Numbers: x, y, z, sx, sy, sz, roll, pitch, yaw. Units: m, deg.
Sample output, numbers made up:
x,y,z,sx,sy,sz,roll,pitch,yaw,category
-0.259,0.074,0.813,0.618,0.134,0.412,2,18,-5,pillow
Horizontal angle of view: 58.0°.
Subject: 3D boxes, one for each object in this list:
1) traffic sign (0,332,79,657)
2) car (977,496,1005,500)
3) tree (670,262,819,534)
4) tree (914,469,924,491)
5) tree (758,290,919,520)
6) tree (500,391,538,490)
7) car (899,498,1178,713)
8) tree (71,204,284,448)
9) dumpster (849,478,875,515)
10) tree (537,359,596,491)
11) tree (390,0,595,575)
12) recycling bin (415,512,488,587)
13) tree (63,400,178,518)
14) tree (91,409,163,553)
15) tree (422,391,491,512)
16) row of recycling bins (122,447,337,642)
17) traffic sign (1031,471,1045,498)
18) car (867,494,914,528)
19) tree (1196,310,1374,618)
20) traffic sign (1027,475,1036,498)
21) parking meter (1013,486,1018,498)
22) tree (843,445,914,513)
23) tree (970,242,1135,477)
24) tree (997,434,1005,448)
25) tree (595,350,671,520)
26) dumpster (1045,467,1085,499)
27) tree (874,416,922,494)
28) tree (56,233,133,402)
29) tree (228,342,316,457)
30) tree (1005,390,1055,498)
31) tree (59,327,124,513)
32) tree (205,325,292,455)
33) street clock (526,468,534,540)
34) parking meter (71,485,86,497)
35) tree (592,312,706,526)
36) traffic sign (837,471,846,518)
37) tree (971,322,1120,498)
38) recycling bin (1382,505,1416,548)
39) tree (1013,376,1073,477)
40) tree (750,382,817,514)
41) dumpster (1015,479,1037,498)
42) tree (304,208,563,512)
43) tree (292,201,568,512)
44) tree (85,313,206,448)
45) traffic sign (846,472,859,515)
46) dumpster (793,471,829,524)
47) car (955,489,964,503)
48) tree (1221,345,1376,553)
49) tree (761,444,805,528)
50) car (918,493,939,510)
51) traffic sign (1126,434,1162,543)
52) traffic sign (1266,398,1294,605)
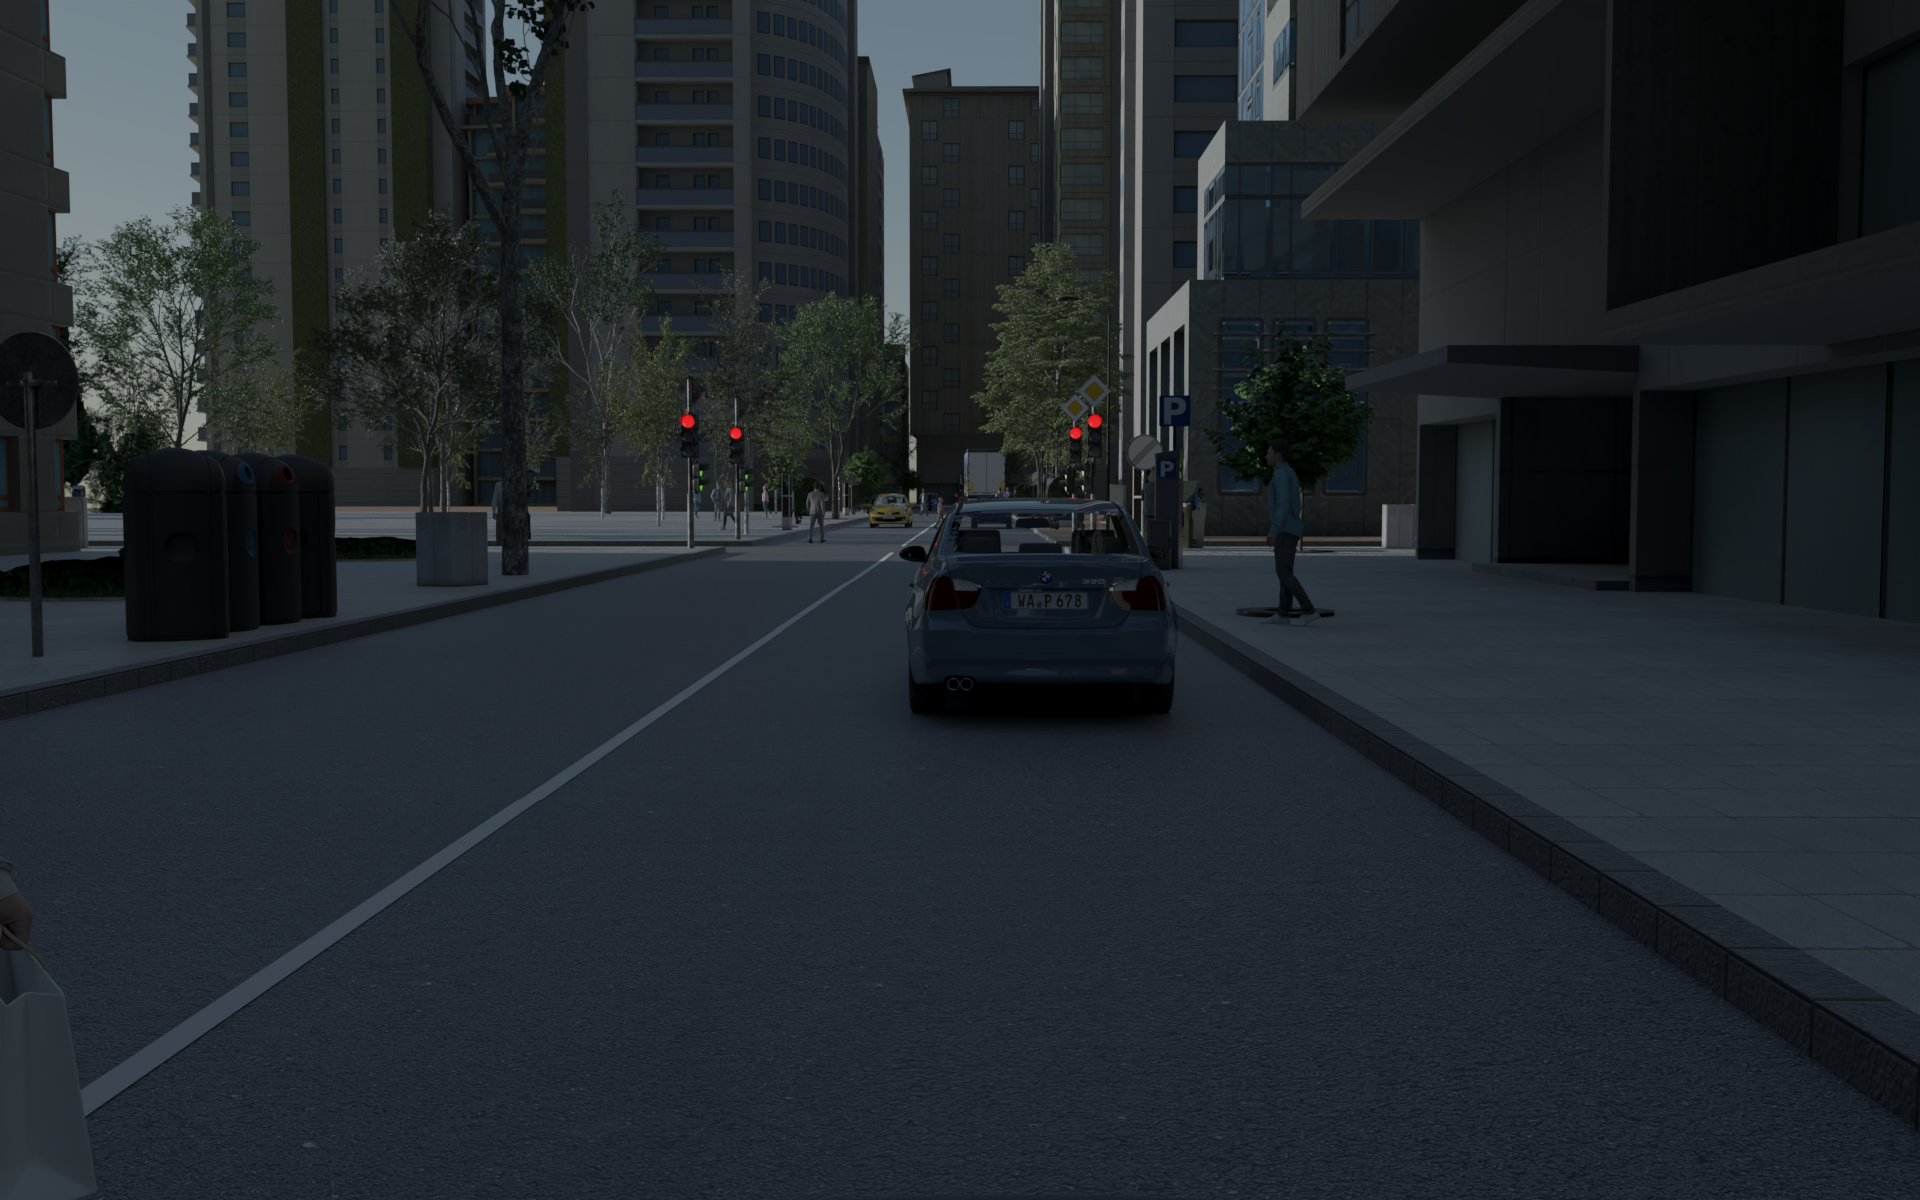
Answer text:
x,y,z,sx,sy,sz,roll,pitch,yaw,category
-7.292,-0.826,13.619,0.768,2.556,0.104,0,4,5,traffic sign
1.332,-3.671,72.603,1.945,1.354,3.894,0,4,1,car
-6.724,-6.396,54.934,4.360,8.622,3.978,0,3,0,tree
-5.785,-12.936,195.223,4.285,4.588,4.351,0,3,0,tree
-6.176,-9.878,87.265,9.928,11.665,9.643,0,3,0,tree
-30.331,-10.469,121.534,4.360,8.622,3.978,0,3,0,tree
0.540,-0.039,12.634,2.014,1.417,4.499,0,4,1,car
-27.924,-8.320,61.789,9.928,11.665,9.643,0,3,0,tree
-6.121,-6.430,107.630,1.502,2.255,1.985,0,4,1,dumpster
-19.175,-8.644,91.692,4.360,8.622,3.978,0,3,0,tree
-8.541,-10.462,26.939,12.611,20.169,13.585,0,3,0,tree
-7.135,-0.720,24.333,0.722,1.027,0.722,2,4,25,recycling bin
-52.879,-7.944,92.798,20.602,7.101,11.467,-2,4,-26,tree
-17.978,-2.668,38.221,1.663,3.219,1.824,0,3,0,tree
-29.034,-9.080,98.828,4.737,8.622,4.395,0,3,0,tree
-6.999,-0.586,16.701,1.069,1.692,3.534,0,4,0,row of recycling bins
4.339,-5.880,96.241,0.768,2.556,0.104,0,4,3,traffic sign
-2.954,-3.933,74.528,2.015,1.641,3.980,0,4,1,car
3.453,-1.459,18.450,1.663,3.219,1.824,0,3,0,tree
4.709,-6.847,112.050,0.768,2.556,0.104,1,4,9,traffic sign
3.960,-7.049,120.966,0.399,1.863,0.255,-2,4,-31,parking meter
-6.323,-8.090,115.992,4.285,4.588,4.351,0,3,0,tree
4.318,-9.826,78.783,7.486,12.596,7.792,0,3,0,tree
5.574,-14.874,193.549,4.737,8.622,4.395,0,3,0,tree
-14.971,-8.295,85.988,4.360,8.622,3.978,0,3,0,tree
3.896,-3.703,63.039,1.502,2.255,1.985,0,4,1,dumpster
-5.779,-12.979,162.575,4.360,8.622,3.978,0,3,0,tree
-29.737,-7.278,53.406,8.767,10.594,7.601,0,4,6,tree
-32.491,-8.068,82.270,4.737,8.622,4.395,0,3,0,tree
5.199,-9.620,107.653,4.737,8.622,4.395,0,3,0,tree
-58.763,-12.773,110.662,13.155,14.587,18.604,0,4,-2,tree
-31.503,-7.671,75.779,4.360,8.622,3.978,0,3,0,tree
-12.187,-2.695,48.626,0.358,2.002,0.471,2,4,29,street clock
-24.760,-2.462,48.671,0.372,1.533,0.369,0,3,0,parking meter
-12.321,-7.269,69.212,4.737,8.622,4.395,0,3,0,tree
-6.554,-5.750,94.125,0.768,2.556,0.104,0,4,8,traffic sign
4.289,-9.507,89.855,8.767,10.594,7.601,1,4,16,tree
10.492,-1.765,41.418,0.722,1.027,0.722,1,4,9,recycling bin
4.970,-9.233,101.328,4.360,8.622,3.978,0,3,0,tree
-11.640,-9.850,111.412,4.737,8.622,4.395,0,3,0,tree
4.445,-6.901,115.332,1.502,2.255,1.985,0,4,1,dumpster
-22.135,-10.012,74.065,12.009,13.543,11.850,0,3,0,tree
-17.176,-7.410,55.559,7.601,10.594,8.767,3,5,40,tree
-33.007,-7.301,69.735,4.360,8.622,3.978,0,3,0,tree
-6.478,-6.338,103.634,0.884,2.594,0.081,0,4,1,traffic sign
-6.459,-4.394,74.339,1.502,2.255,1.985,0,4,1,dumpster
0.697,-7.721,134.917,2.281,1.827,5.304,0,4,1,car
7.460,-3.334,38.220,4.285,4.588,4.351,0,3,0,tree
-6.878,-4.405,66.630,1.663,3.219,1.824,0,3,0,tree
-2.687,-8.751,152.673,1.945,1.707,3.694,0,4,0,car
3.943,-2.260,37.050,0.768,2.556,0.104,1,4,10,traffic sign
3.824,-1.217,20.009,0.768,2.556,0.104,0,4,6,traffic sign
